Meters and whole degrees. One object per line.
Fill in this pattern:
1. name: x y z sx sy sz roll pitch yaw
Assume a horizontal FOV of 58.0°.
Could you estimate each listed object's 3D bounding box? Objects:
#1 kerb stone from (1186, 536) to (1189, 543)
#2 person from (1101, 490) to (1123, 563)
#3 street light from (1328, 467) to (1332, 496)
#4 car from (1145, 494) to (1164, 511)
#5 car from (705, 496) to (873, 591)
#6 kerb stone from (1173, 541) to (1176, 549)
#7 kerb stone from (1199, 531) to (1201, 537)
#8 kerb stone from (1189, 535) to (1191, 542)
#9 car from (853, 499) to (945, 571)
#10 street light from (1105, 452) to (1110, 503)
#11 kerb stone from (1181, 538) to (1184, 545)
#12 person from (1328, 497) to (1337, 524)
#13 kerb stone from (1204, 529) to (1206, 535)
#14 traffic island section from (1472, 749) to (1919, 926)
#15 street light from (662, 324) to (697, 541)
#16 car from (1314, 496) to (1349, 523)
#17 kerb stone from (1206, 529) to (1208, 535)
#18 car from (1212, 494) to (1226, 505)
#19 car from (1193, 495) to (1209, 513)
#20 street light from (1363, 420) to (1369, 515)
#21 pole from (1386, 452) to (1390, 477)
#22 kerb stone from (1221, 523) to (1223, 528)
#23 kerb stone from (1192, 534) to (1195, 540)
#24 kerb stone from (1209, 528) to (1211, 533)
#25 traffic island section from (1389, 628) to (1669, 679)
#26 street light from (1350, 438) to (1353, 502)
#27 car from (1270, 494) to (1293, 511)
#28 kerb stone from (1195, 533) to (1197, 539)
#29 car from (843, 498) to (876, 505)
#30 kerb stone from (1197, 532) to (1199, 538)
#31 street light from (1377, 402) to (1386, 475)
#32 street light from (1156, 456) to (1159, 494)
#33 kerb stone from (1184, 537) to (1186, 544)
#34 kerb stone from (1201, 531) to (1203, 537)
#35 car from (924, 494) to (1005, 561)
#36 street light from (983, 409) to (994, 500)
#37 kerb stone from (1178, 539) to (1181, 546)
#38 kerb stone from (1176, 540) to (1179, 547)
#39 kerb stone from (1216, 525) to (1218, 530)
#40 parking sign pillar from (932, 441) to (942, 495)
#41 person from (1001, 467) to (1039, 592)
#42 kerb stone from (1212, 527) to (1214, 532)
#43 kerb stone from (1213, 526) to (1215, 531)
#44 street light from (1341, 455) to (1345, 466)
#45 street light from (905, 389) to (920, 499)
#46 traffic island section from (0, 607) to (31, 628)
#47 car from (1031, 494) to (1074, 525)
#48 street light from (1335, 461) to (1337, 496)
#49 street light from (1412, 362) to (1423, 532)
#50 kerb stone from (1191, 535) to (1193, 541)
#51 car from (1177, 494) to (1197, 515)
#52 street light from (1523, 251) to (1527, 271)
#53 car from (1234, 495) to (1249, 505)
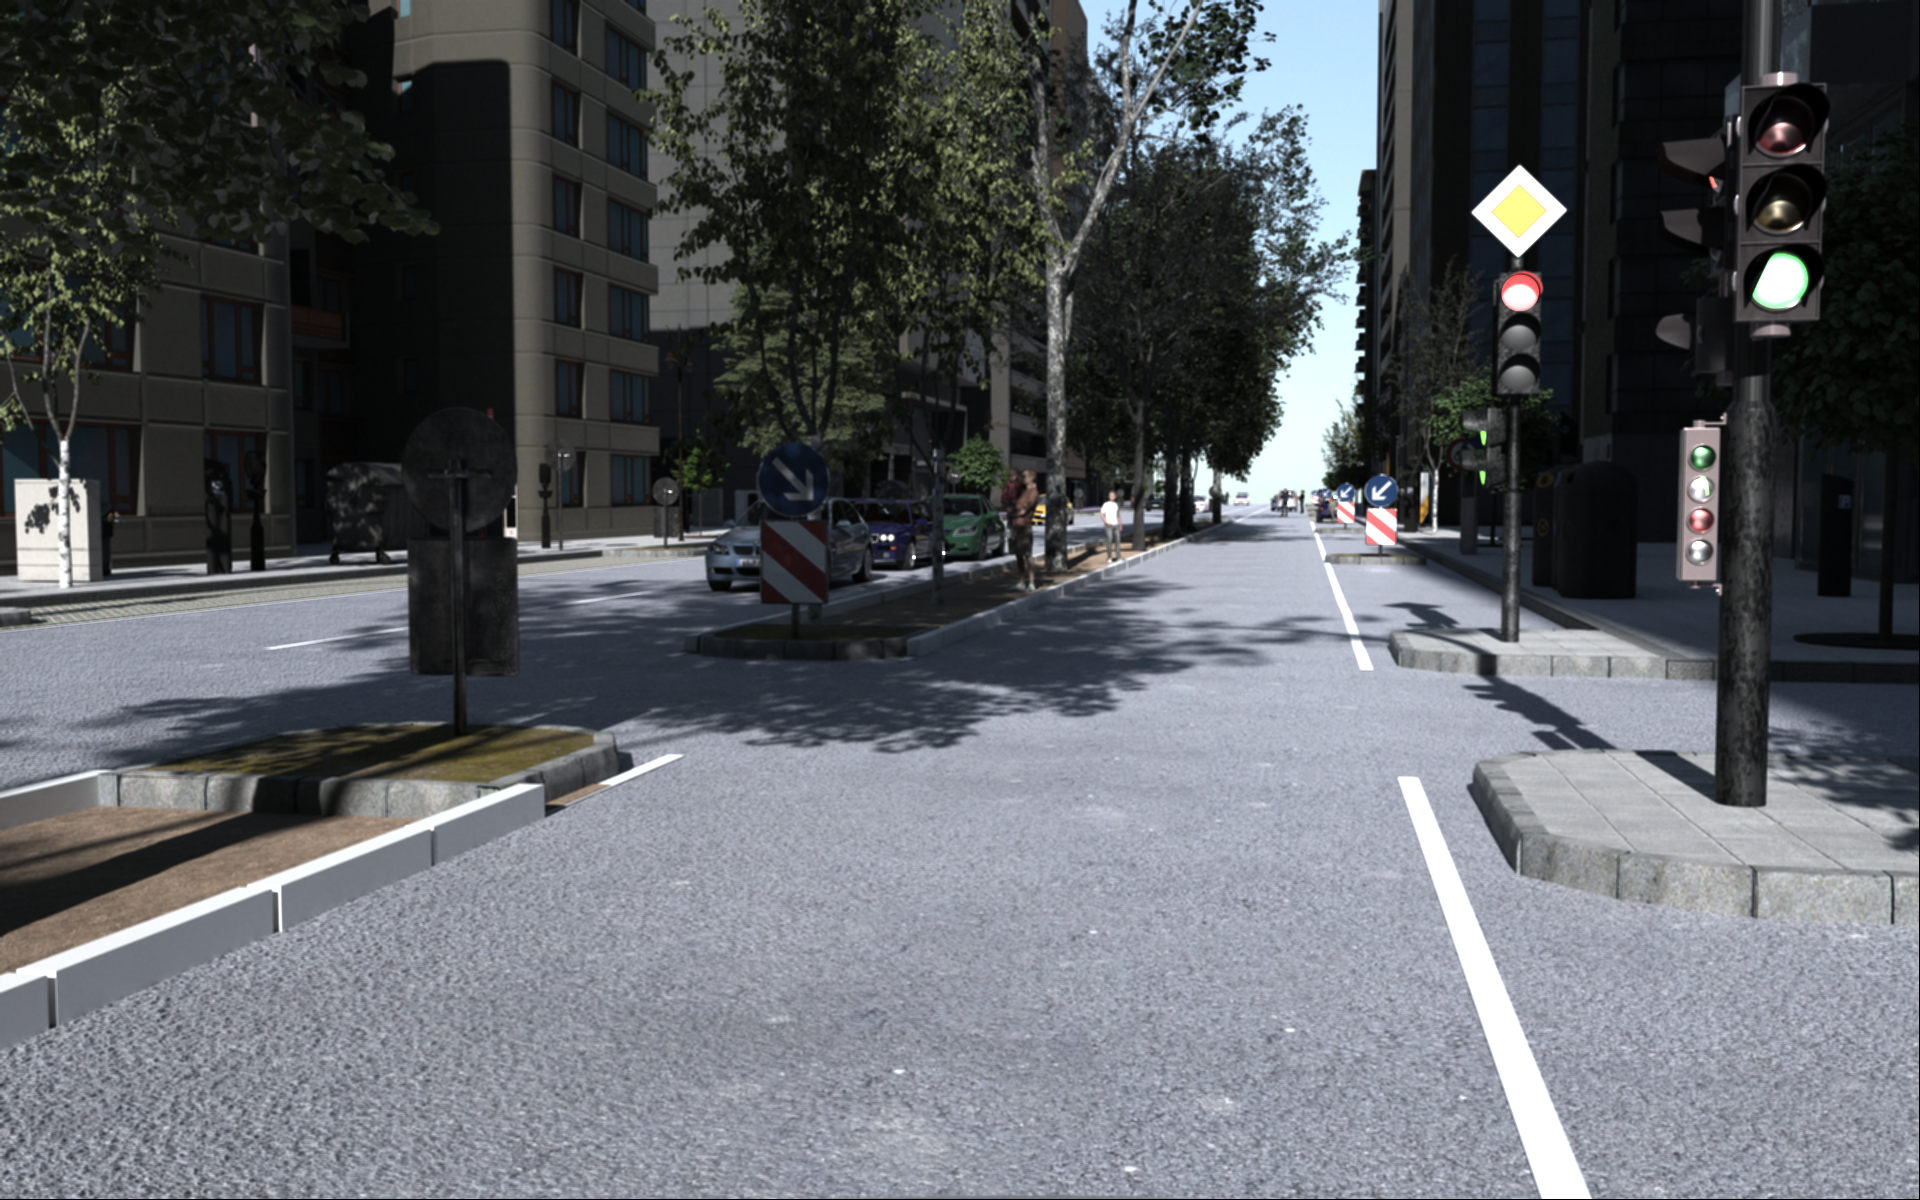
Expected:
1. kerb stone: 6.424 -1.697 49.937 0.120 0.150 1.000 1 4 11
2. person: 3.190 -1.519 35.929 0.523 1.515 0.503 2 4 34
3. street light: 46.347 -14.871 215.934 0.468 5.910 1.993 1 4 11
4. car: 16.491 -8.268 144.968 2.009 1.686 4.222 1 4 10
5. car: -2.554 -0.916 26.977 2.014 1.417 4.499 1 4 10
6. kerb stone: 5.434 -1.389 44.898 0.120 0.150 1.000 1 4 11
7. kerb stone: 7.620 -2.066 55.968 0.120 0.150 1.000 1 4 11
8. kerb stone: 6.622 -1.758 50.941 0.120 0.150 1.000 1 4 11
9. car: -1.469 -1.292 33.712 1.945 1.354 3.894 1 4 12
10. street light: 12.676 -10.852 150.224 0.468 5.910 1.993 1 4 11
11. kerb stone: 6.032 -1.574 47.926 0.120 0.150 1.000 1 4 11
12. person: 17.947 -4.323 83.454 0.475 1.303 0.640 -2 4 -33
13. kerb stone: 8.206 -2.250 58.978 0.120 0.150 1.000 1 4 11
14. traffic island section: 3.255 0.922 7.207 2.009 0.180 2.903 1 4 11
15. street light: -7.611 -4.547 47.136 0.468 5.910 1.993 1 4 11
16. car: 18.760 -4.537 86.764 1.945 1.354 3.894 1 4 10
17. kerb stone: 8.406 -2.312 59.990 0.120 0.150 1.000 1 4 11
18. car: 35.381 -13.850 236.226 2.009 1.686 4.222 1 4 10
19. car: 18.173 -7.411 133.529 2.083 1.381 4.827 1 4 13
20. street light: 24.920 -8.170 106.362 0.468 5.910 1.993 1 4 11
21. pole: 20.853 -5.541 84.438 0.158 3.312 0.155 0 3 0
22. kerb stone: 10.586 -2.985 71.058 0.120 0.150 1.000 1 4 11
23. kerb stone: 7.015 -1.881 52.952 0.120 0.150 1.000 1 4 11
24. kerb stone: 8.800 -2.435 62.012 0.120 0.150 1.000 1 4 11
25. traffic island section: 4.797 0.443 15.042 2.009 0.180 2.903 1 4 11
26. street light: 30.465 -9.908 134.781 0.468 5.910 1.993 1 4 11
27. car: 27.479 -8.305 147.790 2.014 1.417 4.499 1 4 12
28. kerb stone: 7.218 -1.943 53.956 0.120 0.150 1.000 1 4 11
29. car: -2.925 -1.955 44.548 1.945 1.354 3.894 1 4 11
30. kerb stone: 7.417 -2.004 54.960 0.120 0.150 1.000 1 4 11
31. street light: 21.205 -6.996 87.175 0.468 5.910 1.993 1 4 11
32. street light: 23.283 -14.157 204.250 0.468 5.910 1.993 1 4 11
33. kerb stone: 6.226 -1.632 48.930 0.120 0.150 1.000 1 4 11
34. kerb stone: 7.807 -2.126 56.973 0.120 0.150 1.000 1 4 11
35. car: -0.125 -1.634 38.515 2.131 1.459 4.920 1 4 10
36. street light: 1.557 -7.403 93.819 0.468 5.910 1.993 1 4 11
37. kerb stone: 5.830 -1.512 46.915 0.120 0.150 1.000 1 4 11
38. kerb stone: 5.629 -1.450 45.901 0.120 0.150 1.000 1 4 11
39. kerb stone: 9.797 -2.737 67.045 0.120 0.150 1.000 1 4 11
40. parking sign pillar: -1.136 -6.047 87.337 1.447 3.967 1.447 0 4 4
41. person: 0.891 -1.039 25.459 0.580 1.828 0.573 1 4 11
42. kerb stone: 9.201 -2.554 64.022 0.120 0.150 1.000 1 4 11
43. kerb stone: 9.392 -2.614 65.026 0.120 0.150 1.000 1 4 11
44. street light: 36.078 -11.635 163.025 0.468 5.910 1.993 1 4 11
45. street light: -2.122 -6.263 75.189 0.468 5.910 1.993 1 4 11
46. traffic island section: -11.285 0.249 18.202 2.009 0.180 2.903 1 4 11
47. car: 4.241 -4.270 80.044 2.015 1.641 3.980 1 4 10
48. street light: 40.902 -13.155 187.872 0.468 5.910 1.993 1 4 11
49. street light: 15.624 -5.281 59.140 0.468 5.910 1.993 1 4 11
50. kerb stone: 6.819 -1.817 51.944 0.120 0.150 1.000 1 4 11
51. car: 15.539 -6.782 120.667 2.009 1.686 4.222 1 4 9
52. street light: 10.011 -3.567 31.111 0.468 5.910 1.993 1 4 11
53. car: 36.802 -13.083 226.271 2.083 1.381 4.827 1 4 12
